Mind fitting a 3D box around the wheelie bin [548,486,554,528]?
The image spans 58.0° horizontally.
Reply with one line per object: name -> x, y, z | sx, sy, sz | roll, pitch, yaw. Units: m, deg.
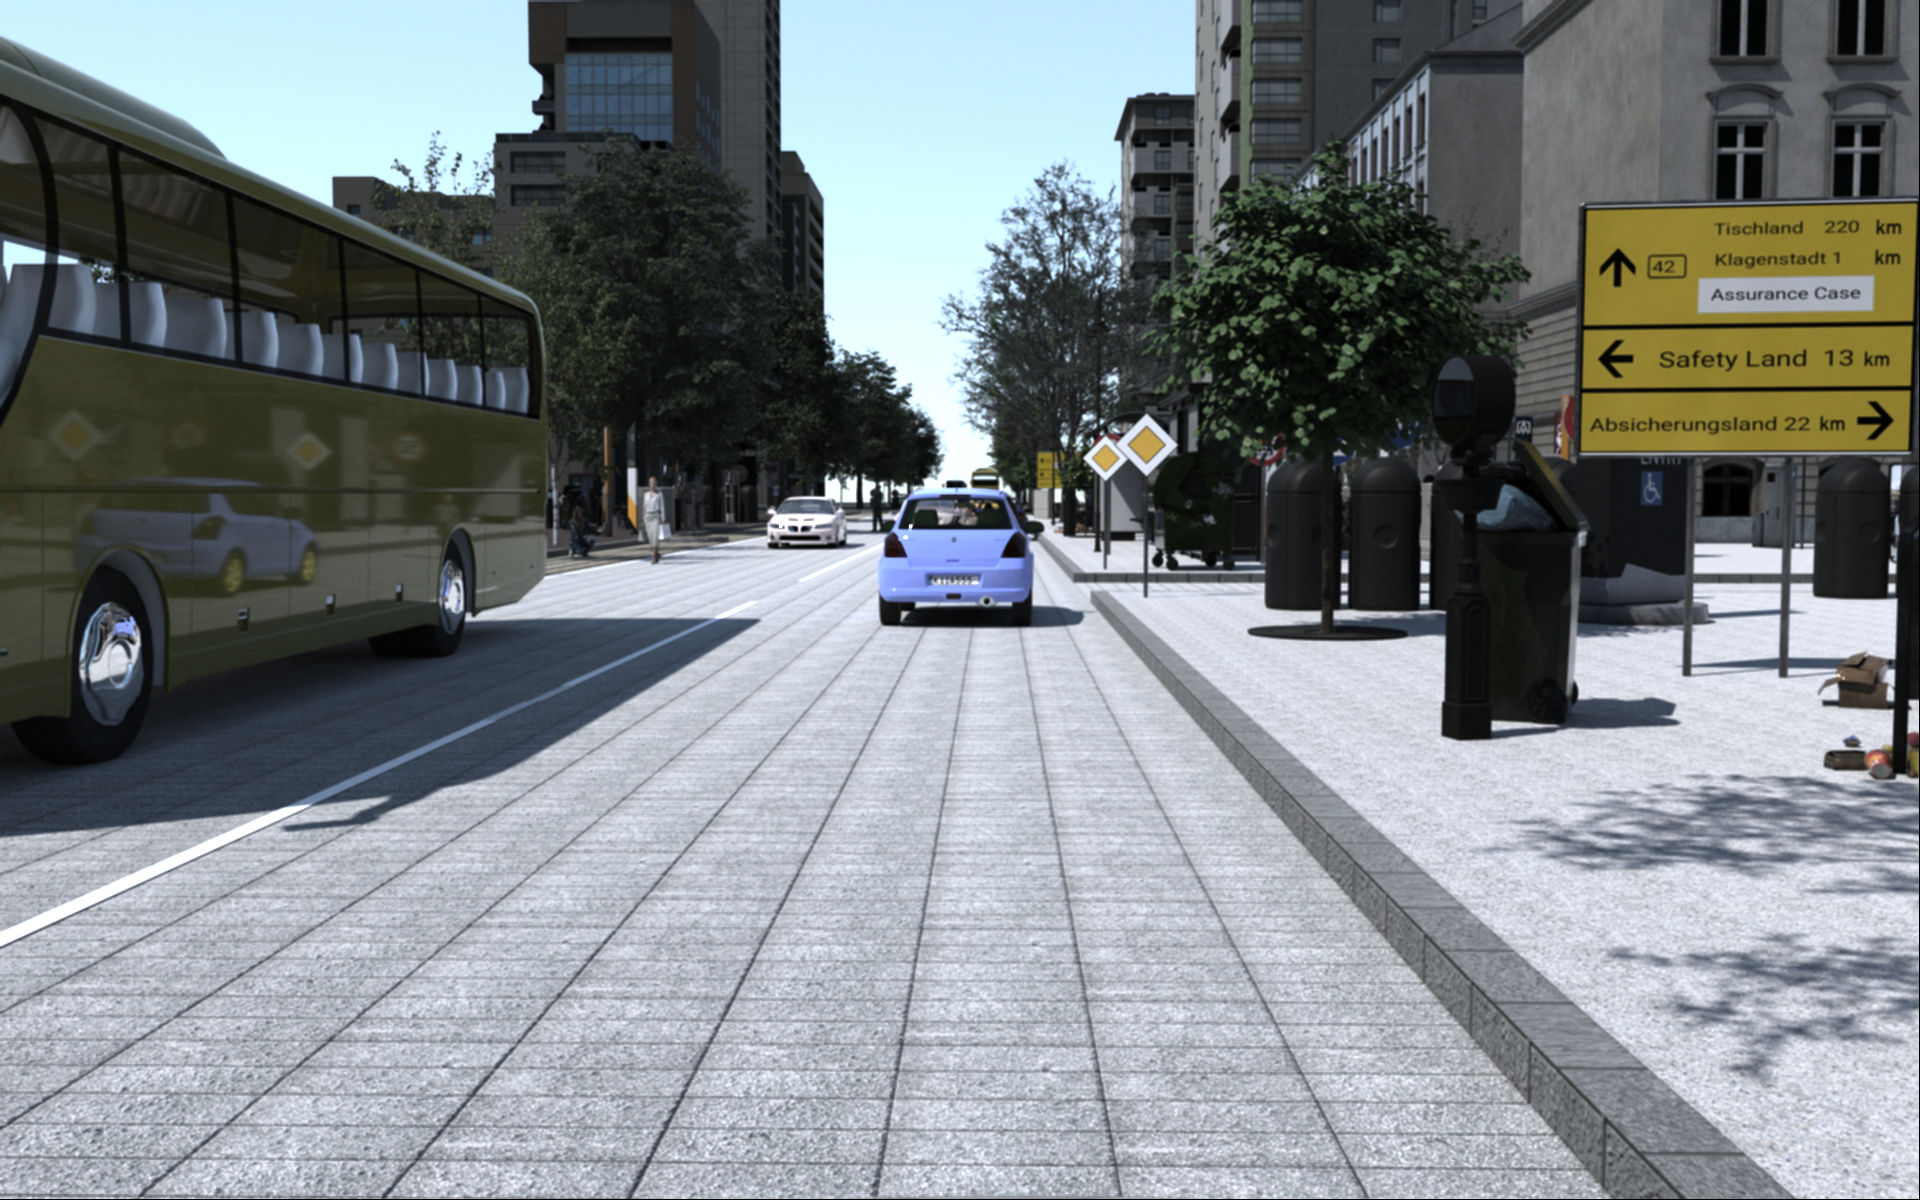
wheelie bin -> -15.219, -3.482, 64.833 | 0.693, 1.594, 0.980 | -1, 4, -23

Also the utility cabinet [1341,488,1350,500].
utility cabinet -> 13.051, -3.073, 58.914 | 1.173, 1.500, 0.318 | -1, 4, -9

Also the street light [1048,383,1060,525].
street light -> 3.829, -5.995, 70.802 | 0.468, 5.910, 1.993 | 0, 4, 1

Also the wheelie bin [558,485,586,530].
wheelie bin -> -13.830, -3.310, 62.021 | 0.980, 1.594, 0.693 | -3, 5, -41

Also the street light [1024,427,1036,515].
street light -> 4.705, -8.730, 115.518 | 0.468, 5.910, 1.993 | 0, 4, 1

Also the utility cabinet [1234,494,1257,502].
utility cabinet -> 7.814, -2.423, 48.294 | 1.173, 1.500, 0.318 | 2, 4, 28

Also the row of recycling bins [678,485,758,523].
row of recycling bins -> -10.791, -4.292, 77.279 | 3.534, 1.692, 1.069 | -1, 4, -13

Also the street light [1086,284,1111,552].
street light -> 3.059, -4.008, 38.318 | 0.468, 5.910, 1.993 | 0, 4, 1

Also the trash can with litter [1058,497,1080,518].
trash can with litter -> 5.591, -4.736, 88.816 | 1.055, 1.170, 0.624 | -3, 4, -37

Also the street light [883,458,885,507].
street light -> -7.544, -12.181, 171.954 | 0.468, 5.910, 1.993 | 0, 4, 1

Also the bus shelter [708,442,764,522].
bus shelter -> -10.465, -5.508, 81.343 | 1.731, 3.624, 6.357 | 0, 4, 1

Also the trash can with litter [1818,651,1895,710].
trash can with litter -> 5.688, 0.069, 10.261 | 1.055, 1.170, 0.624 | 2, 4, 26

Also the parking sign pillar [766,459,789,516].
parking sign pillar -> -10.802, -6.989, 102.736 | 1.447, 3.967, 1.447 | 2, 4, 30

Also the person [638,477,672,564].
person -> -6.254, -1.638, 35.630 | 0.694, 1.780, 0.624 | 2, 4, 31

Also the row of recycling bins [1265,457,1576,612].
row of recycling bins -> 5.200, -0.743, 19.260 | 3.534, 1.692, 1.069 | 0, 4, 3

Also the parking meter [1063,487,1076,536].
parking meter -> 3.333, -2.704, 52.625 | 0.372, 1.533, 0.369 | 0, 3, 0

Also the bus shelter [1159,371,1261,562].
bus shelter -> 5.450, -3.618, 36.792 | 2.179, 5.291, 8.768 | 0, 4, 1

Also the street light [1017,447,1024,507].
street light -> 5.360, -10.717, 148.005 | 0.468, 5.910, 1.993 | 0, 4, 1

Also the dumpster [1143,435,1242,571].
dumpster -> 3.963, -1.657, 29.589 | 1.502, 2.255, 1.985 | 0, 4, 1

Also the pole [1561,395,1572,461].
pole -> 12.487, -2.562, 35.739 | 0.158, 3.312, 0.155 | 0, 3, 0

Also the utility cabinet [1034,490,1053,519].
utility cabinet -> 4.319, -4.969, 89.928 | 0.318, 1.500, 1.173 | -3, 4, -37

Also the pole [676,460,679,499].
pole -> -16.774, -6.675, 102.972 | 0.158, 3.312, 0.155 | 0, 3, 0

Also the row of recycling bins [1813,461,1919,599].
row of recycling bins -> 12.317, -0.846, 20.949 | 3.534, 1.692, 1.069 | 1, 4, 20

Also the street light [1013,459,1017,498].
street light -> 6.012, -12.716, 180.697 | 0.468, 5.910, 1.993 | 0, 4, 1

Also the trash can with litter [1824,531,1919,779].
trash can with litter -> 4.940, 0.183, 8.060 | 2.233, 1.210, 1.678 | -1, 4, -23

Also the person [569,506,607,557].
person -> -8.468, -1.540, 39.172 | 0.738, 1.151, 1.012 | 3, 5, 44

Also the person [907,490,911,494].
person -> -5.126, -10.209, 175.423 | 1.348, 1.823, 0.705 | 0, 4, 0

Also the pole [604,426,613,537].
pole -> -10.495, -3.538, 51.682 | 0.158, 3.312, 0.155 | 0, 3, 0

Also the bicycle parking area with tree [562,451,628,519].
bicycle parking area with tree -> -22.684, -6.836, 98.765 | 9.016, 4.147, 8.231 | 3, 5, 43

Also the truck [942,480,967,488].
truck -> -0.627, -15.376, 247.327 | 3.469, 3.379, 9.791 | 0, 4, 2

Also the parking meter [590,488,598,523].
parking meter -> -16.151, -4.160, 76.430 | 0.372, 1.533, 0.369 | 0, 3, 0

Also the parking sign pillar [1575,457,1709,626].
parking sign pillar -> 6.812, -1.773, 17.466 | 1.447, 3.967, 1.447 | -2, 4, -33

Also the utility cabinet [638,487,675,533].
utility cabinet -> -9.825, -2.891, 55.946 | 1.173, 1.500, 0.318 | 0, 4, -4

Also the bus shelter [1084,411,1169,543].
bus shelter -> 4.345, -3.114, 44.830 | 2.014, 3.302, 5.546 | 0, 4, 1

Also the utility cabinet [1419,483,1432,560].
utility cabinet -> 9.087, -1.501, 33.227 | 0.318, 1.500, 1.173 | 0, 4, -5

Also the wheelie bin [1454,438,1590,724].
wheelie bin -> 3.212, -0.124, 9.929 | 0.693, 1.594, 0.980 | 2, 4, 25

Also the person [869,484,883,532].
person -> -3.196, -3.495, 65.816 | 0.590, 1.801, 0.661 | 1, 4, 18

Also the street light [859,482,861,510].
street light -> -8.053, -10.194, 139.464 | 0.468, 5.910, 1.993 | 0, 4, 1

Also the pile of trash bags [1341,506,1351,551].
pile of trash bags -> 10.180, -1.811, 39.357 | 3.447, 1.369, 1.912 | 1, 4, 14

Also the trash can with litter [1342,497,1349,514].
trash can with litter -> 10.679, -2.330, 49.159 | 1.678, 1.210, 2.233 | -2, 4, -30

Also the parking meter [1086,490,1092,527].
parking meter -> 5.014, -3.574, 66.848 | 0.372, 1.533, 0.369 | 0, 3, 0
